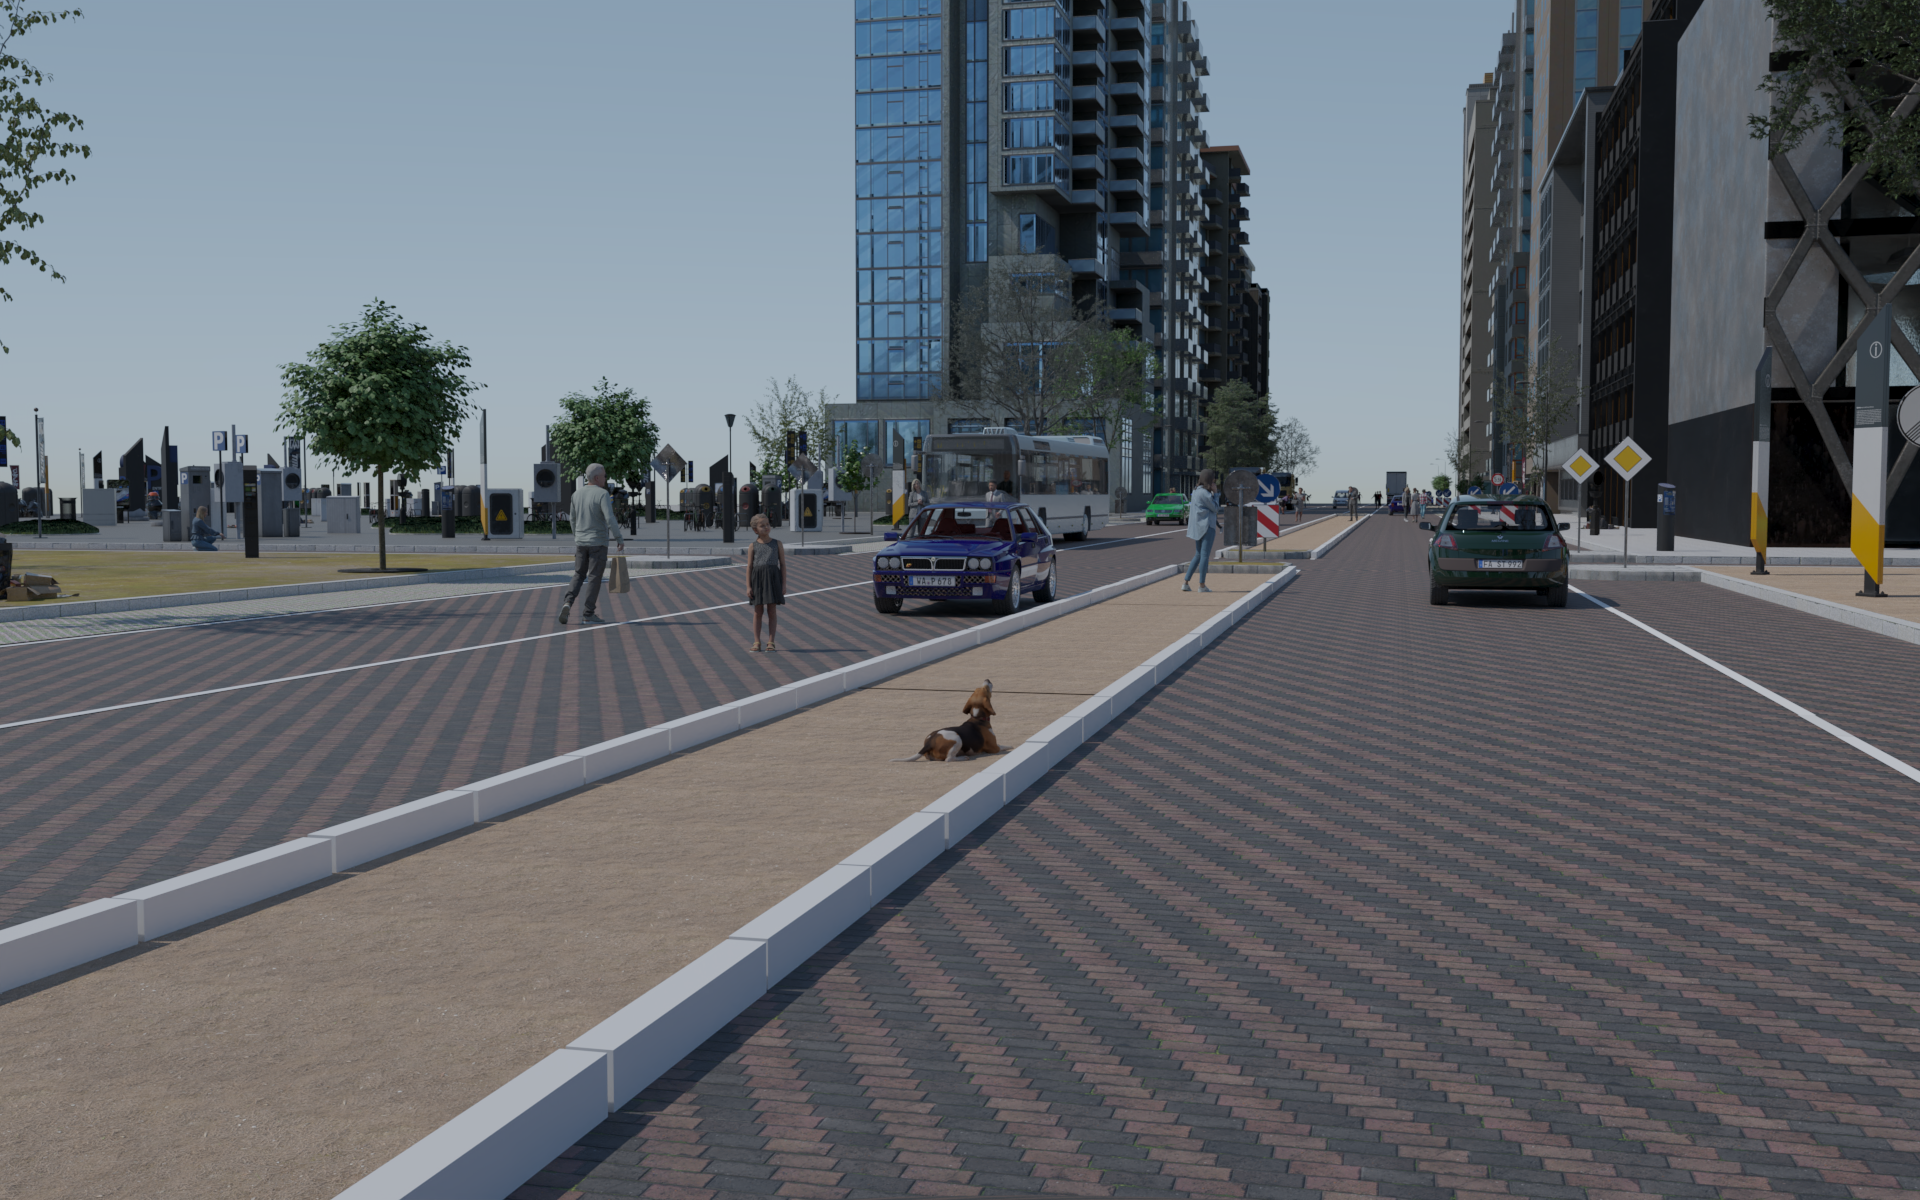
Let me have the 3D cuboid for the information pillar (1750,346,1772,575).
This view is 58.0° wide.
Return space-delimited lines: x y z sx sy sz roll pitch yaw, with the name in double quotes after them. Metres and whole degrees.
12.668 -2.203 27.377 0.183 3.616 0.504 3 5 44 "information pillar"

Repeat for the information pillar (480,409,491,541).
-13.148 -3.455 47.836 0.183 3.616 0.504 -2 4 -28 "information pillar"

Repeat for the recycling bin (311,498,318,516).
-37.081 -5.374 100.413 0.722 1.027 0.722 1 4 16 "recycling bin"

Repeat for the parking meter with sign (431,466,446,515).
-31.813 -6.689 105.625 0.543 3.016 1.738 0 4 -2 "parking meter with sign"

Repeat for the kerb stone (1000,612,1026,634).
0.493 0.261 17.935 0.120 0.150 1.000 1 4 14 "kerb stone"

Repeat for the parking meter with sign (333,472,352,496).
-42.295 -7.532 119.407 1.738 3.016 0.543 -1 4 -22 "parking meter with sign"

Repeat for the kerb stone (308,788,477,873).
-2.278 0.929 7.000 0.120 0.150 1.000 1 4 14 "kerb stone"

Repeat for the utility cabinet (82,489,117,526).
-34.302 -3.693 69.057 1.173 1.500 0.318 -1 4 -13 "utility cabinet"

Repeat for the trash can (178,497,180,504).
-45.085 -5.361 99.309 0.748 1.137 0.748 0 3 0 "trash can"

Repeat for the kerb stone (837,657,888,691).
-0.758 0.564 12.968 0.120 0.150 1.000 1 4 14 "kerb stone"

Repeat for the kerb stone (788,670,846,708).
-1.017 0.625 11.976 0.120 0.150 1.000 1 4 14 "kerb stone"

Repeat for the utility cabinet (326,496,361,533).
-20.139 -2.777 56.571 1.020 1.237 0.306 0 4 6 "utility cabinet"

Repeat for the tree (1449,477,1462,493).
51.845 -11.248 178.503 1.663 3.219 1.824 0 3 0 "tree"

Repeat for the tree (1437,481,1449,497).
68.205 -15.329 245.230 1.663 3.219 1.824 0 3 0 "tree"

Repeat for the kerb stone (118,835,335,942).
-2.526 0.995 5.998 0.120 0.150 1.000 1 4 14 "kerb stone"

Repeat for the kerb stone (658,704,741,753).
-1.518 0.747 9.981 0.120 0.150 1.000 1 4 14 "kerb stone"

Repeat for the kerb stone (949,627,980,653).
-0.015 0.386 15.946 0.120 0.150 1.000 1 4 14 "kerb stone"

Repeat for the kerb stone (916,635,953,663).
-0.263 0.443 14.954 0.120 0.150 1.000 1 4 14 "kerb stone"

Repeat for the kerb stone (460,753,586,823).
-2.020 0.869 7.996 0.120 0.150 1.000 1 4 14 "kerb stone"

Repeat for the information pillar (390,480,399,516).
-28.680 -5.096 87.812 0.304 2.012 0.304 2 4 24 "information pillar"

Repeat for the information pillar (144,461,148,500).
-53.603 -7.492 113.850 0.183 3.616 0.504 1 4 14 "information pillar"

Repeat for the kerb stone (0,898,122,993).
-2.780 1.051 5.005 0.120 0.150 1.000 1 4 14 "kerb stone"

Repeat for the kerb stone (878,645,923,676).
-0.512 0.504 13.960 0.120 0.150 1.000 1 4 14 "kerb stone"

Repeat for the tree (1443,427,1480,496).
55.143 -14.684 190.438 4.360 8.622 3.978 0 3 0 "tree"

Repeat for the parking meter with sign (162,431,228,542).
-20.867 -3.116 47.205 0.543 3.016 1.738 2 4 31 "parking meter with sign"

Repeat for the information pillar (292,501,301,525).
-26.631 -3.964 69.302 0.304 2.012 0.304 2 4 30 "information pillar"

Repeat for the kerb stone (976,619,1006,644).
0.254 0.321 16.939 0.120 0.150 1.000 1 4 14 "kerb stone"

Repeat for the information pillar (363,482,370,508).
-36.910 -6.317 107.780 0.304 2.012 0.304 -3 5 -42 "information pillar"

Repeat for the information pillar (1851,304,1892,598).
11.366 -1.850 21.603 0.183 3.616 0.504 -1 4 -13 "information pillar"

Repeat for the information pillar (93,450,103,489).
-45.913 -6.174 92.298 0.183 3.616 0.504 2 4 33 "information pillar"

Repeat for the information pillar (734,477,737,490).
-9.987 -4.380 76.101 0.304 2.012 0.304 1 4 22 "information pillar"

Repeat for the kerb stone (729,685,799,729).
-1.263 0.687 10.972 0.120 0.150 1.000 1 4 14 "kerb stone"

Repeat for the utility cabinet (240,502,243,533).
-22.951 -2.922 56.452 1.173 1.500 0.318 0 4 2 "utility cabinet"

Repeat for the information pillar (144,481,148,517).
-46.492 -5.756 98.597 0.304 2.012 0.304 2 4 26 "information pillar"

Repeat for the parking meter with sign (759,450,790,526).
-7.554 -4.493 69.725 1.738 3.016 0.543 2 4 28 "parking meter with sign"

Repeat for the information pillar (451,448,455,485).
-25.952 -5.948 88.608 0.183 3.616 0.504 -2 4 -31 "information pillar"

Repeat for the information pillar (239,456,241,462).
-44.224 -7.051 106.633 0.183 3.616 0.504 -3 4 -37 "information pillar"

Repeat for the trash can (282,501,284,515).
-27.762 -3.590 70.352 0.748 1.137 0.748 0 3 0 "trash can"

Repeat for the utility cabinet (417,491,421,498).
-38.614 -7.080 124.433 0.318 1.500 1.173 -3 5 -41 "utility cabinet"

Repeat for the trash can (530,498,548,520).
-15.725 -3.253 64.835 0.748 1.137 0.748 0 3 0 "trash can"

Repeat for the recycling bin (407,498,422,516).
-32.037 -5.464 101.882 0.722 1.027 0.722 3 4 36 "recycling bin"

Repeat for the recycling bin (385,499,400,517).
-31.617 -5.135 96.516 0.722 1.027 0.722 -2 4 -26 "recycling bin"

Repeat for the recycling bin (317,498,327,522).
-29.523 -4.197 81.178 0.722 1.027 0.722 0 4 -7 "recycling bin"

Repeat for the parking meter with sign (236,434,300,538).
-20.537 -3.377 51.470 0.543 3.016 1.738 3 4 37 "parking meter with sign"

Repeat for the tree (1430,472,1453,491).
71.149 -16.634 255.677 4.285 4.588 4.351 0 3 0 "tree"

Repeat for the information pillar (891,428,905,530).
-2.173 -4.265 61.088 0.504 3.616 0.183 2 4 35 "information pillar"

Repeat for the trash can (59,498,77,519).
-37.004 -3.681 71.846 0.748 1.137 0.748 0 3 0 "trash can"

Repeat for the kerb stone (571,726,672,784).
-1.770 0.808 8.987 0.120 0.150 1.000 1 4 14 "kerb stone"

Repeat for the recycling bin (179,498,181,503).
-51.336 -6.243 114.628 0.722 1.027 0.722 2 4 29 "recycling bin"

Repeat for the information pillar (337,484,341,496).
-43.301 -7.121 120.920 0.304 2.012 0.304 0 4 4 "information pillar"

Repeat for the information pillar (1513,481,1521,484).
31.116 -5.648 96.838 0.304 2.012 0.304 -3 4 -39 "information pillar"

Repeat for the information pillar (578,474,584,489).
-17.711 -5.483 81.007 0.183 3.616 0.504 -3 5 -41 "information pillar"

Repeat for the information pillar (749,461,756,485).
-14.539 -7.960 121.501 0.504 3.616 0.183 -1 4 -22 "information pillar"
